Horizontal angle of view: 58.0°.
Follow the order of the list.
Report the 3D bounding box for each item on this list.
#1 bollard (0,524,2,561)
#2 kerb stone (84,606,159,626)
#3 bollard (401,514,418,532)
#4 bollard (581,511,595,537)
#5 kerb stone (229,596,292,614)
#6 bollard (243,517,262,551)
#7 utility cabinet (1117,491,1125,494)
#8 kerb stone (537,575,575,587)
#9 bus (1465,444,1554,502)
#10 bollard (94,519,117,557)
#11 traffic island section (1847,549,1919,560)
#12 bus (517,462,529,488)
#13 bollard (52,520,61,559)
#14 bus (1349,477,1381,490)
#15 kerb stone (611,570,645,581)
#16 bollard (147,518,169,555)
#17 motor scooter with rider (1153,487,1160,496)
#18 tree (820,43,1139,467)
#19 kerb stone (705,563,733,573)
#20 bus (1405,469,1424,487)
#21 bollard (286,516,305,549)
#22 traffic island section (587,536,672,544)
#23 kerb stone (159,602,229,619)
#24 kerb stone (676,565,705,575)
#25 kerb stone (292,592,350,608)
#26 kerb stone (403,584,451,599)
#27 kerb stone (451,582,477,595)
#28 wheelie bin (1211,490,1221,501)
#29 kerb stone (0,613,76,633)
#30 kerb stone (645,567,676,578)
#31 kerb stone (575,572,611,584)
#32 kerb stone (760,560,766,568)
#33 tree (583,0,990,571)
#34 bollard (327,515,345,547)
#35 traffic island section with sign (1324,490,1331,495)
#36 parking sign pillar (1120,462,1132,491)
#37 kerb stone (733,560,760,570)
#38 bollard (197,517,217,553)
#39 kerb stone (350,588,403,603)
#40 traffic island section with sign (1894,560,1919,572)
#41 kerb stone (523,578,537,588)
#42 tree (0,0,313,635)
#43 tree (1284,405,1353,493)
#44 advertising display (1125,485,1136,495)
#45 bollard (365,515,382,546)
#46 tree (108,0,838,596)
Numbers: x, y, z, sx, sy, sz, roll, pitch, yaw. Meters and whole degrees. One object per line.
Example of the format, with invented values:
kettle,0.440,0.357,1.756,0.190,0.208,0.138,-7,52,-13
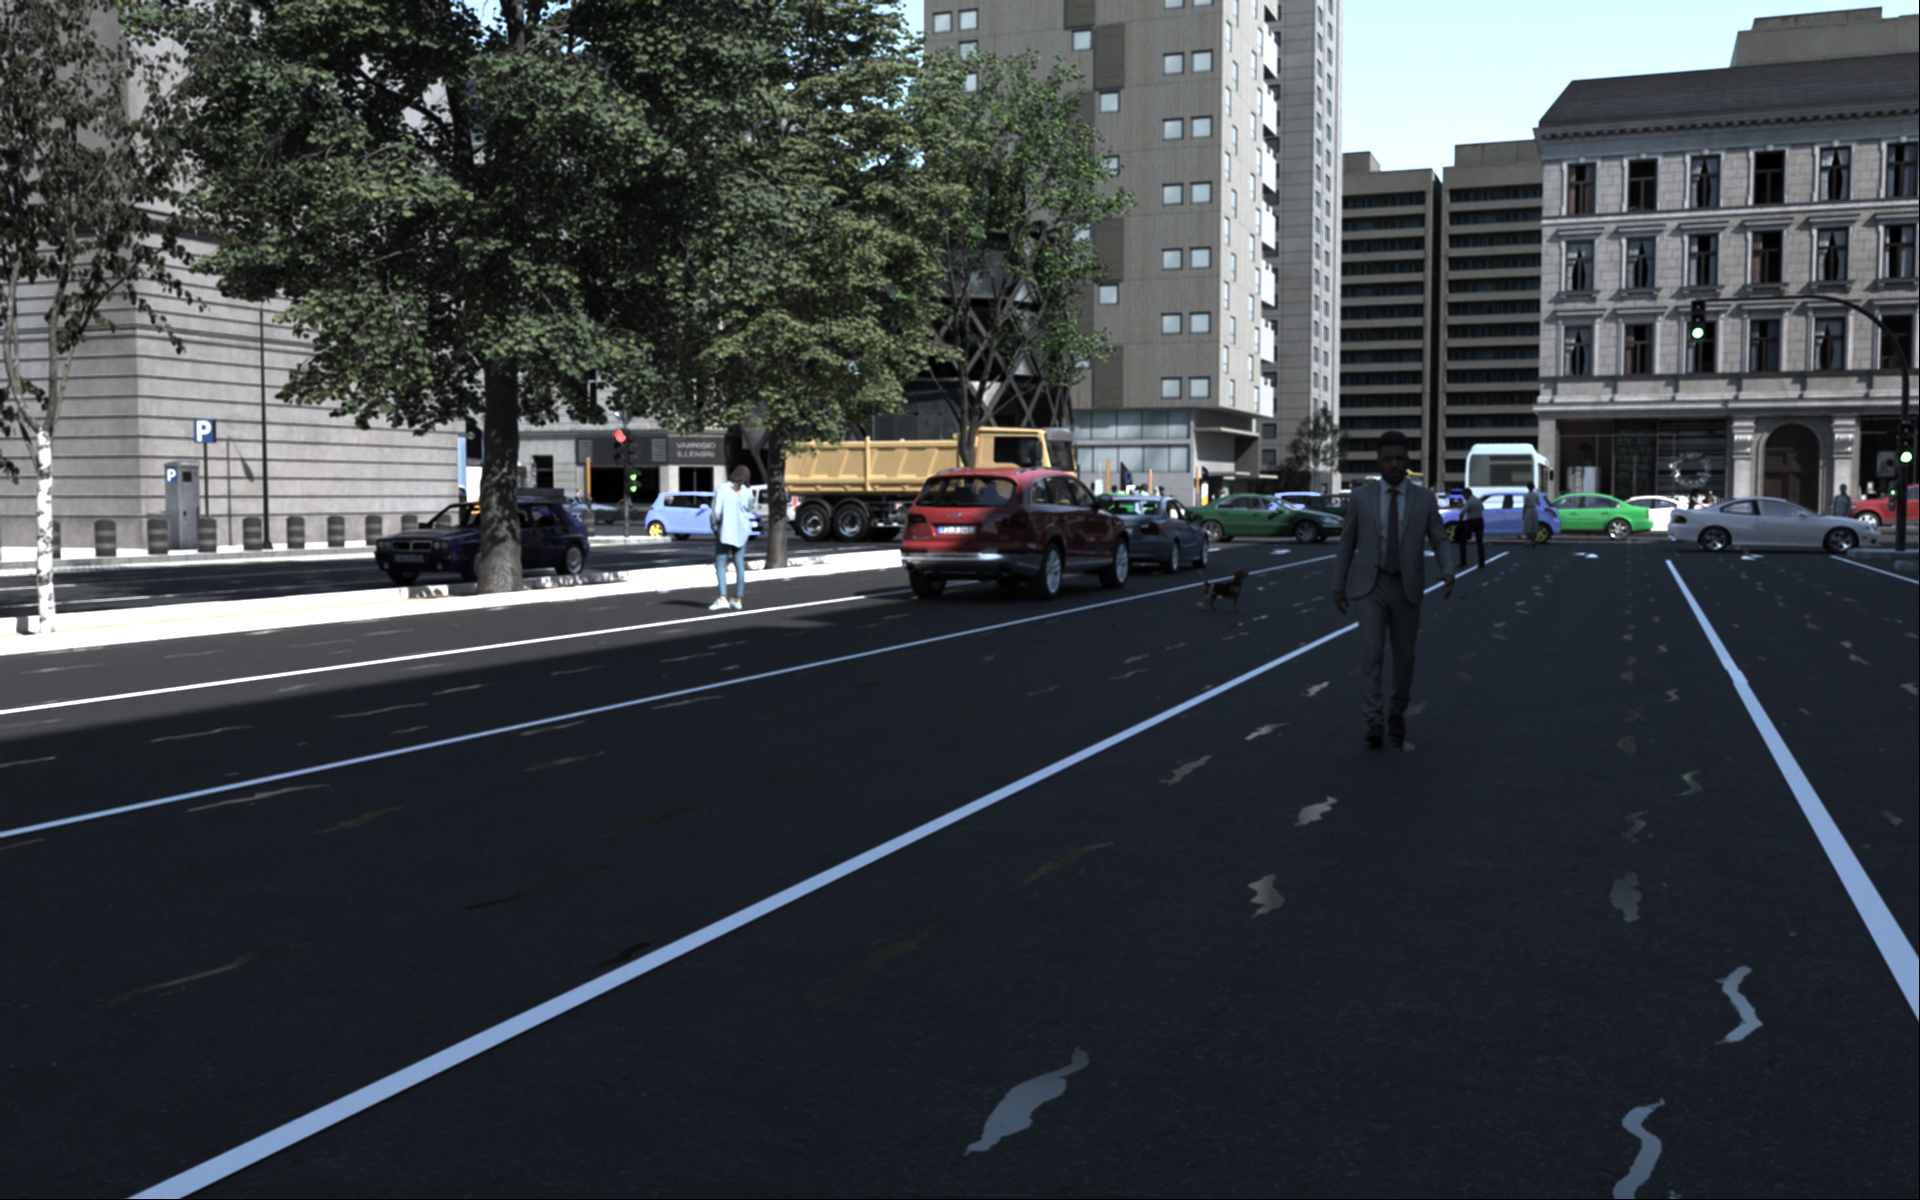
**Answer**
bollard,-18.460,-1.114,32.932,0.404,0.777,0.398,0,3,0
kerb stone,-9.327,0.191,19.154,0.120,0.150,1.000,1,4,21
bollard,-14.079,-1.809,44.287,0.404,0.777,0.398,0,3,0
bollard,-11.139,-2.273,51.878,0.404,0.777,0.398,0,3,0
kerb stone,-8.572,0.074,21.095,0.120,0.150,1.000,1,4,21
bollard,-16.029,-1.500,39.235,0.404,0.777,0.398,0,3,0
utility cabinet,12.055,-7.234,126.962,1.173,1.500,0.318,-2,4,-26
kerb stone,-6.348,-0.286,26.868,0.120,0.150,1.000,1,4,21
bus,22.176,-4.579,69.725,2.948,3.499,13.247,1,4,21
bollard,-17.491,-1.268,35.449,0.404,0.777,0.398,0,3,0
traffic island section,21.224,-1.027,39.069,2.009,0.180,2.903,1,4,21
bus,-29.153,-6.109,94.744,13.247,3.499,2.948,1,4,20
bollard,-17.978,-1.191,34.191,0.404,0.777,0.398,0,3,0
bus,41.940,-11.131,176.854,2.948,3.499,13.247,1,4,19
kerb stone,-5.600,-0.397,28.795,0.120,0.150,1.000,1,4,21
bollard,-17.005,-1.345,36.707,0.404,0.777,0.398,0,3,0
motor scooter with rider,8.098,-3.956,73.651,1.986,1.779,0.876,1,4,20
tree,0.220,-6.840,40.039,9.928,11.665,9.643,0,3,0
kerb stone,-4.486,-0.580,31.672,0.120,0.150,1.000,1,4,21
bus,43.653,-10.955,170.667,2.896,3.916,12.252,1,4,22
bollard,-15.535,-1.577,40.505,0.404,0.777,0.398,0,3,0
traffic island section,-9.836,-1.758,51.028,2.009,0.180,2.903,1,4,21
kerb stone,-8.946,0.127,20.125,0.120,0.150,1.000,1,4,21
kerb stone,-4.862,-0.519,30.715,0.120,0.150,1.000,1,4,21
kerb stone,-8.199,0.009,22.055,0.120,0.150,1.000,1,4,21
kerb stone,-7.456,-0.109,23.985,0.120,0.150,1.000,1,4,21
kerb stone,-7.088,-0.165,24.946,0.120,0.150,1.000,1,4,21
wheelie bin,19.784,-7.656,133.078,0.693,1.594,0.980,3,5,41
kerb stone,-9.691,0.247,18.190,0.120,0.150,1.000,1,4,21
kerb stone,-5.229,-0.458,29.755,0.120,0.150,1.000,1,4,21
kerb stone,-5.973,-0.344,27.827,0.120,0.150,1.000,1,4,21
kerb stone,-3.746,-0.698,33.600,0.120,0.150,1.000,1,4,21
tree,-3.293,-6.791,31.613,7.486,12.596,7.792,0,3,0
bollard,-15.048,-1.655,41.770,0.404,0.777,0.398,0,3,0
traffic island section with sign,35.481,-9.710,167.390,1.989,1.847,2.006,1,4,21
parking sign pillar,13.932,-9.571,144.950,1.447,3.967,1.447,3,4,36
kerb stone,-4.112,-0.636,32.631,0.120,0.150,1.000,1,4,21
bollard,-16.513,-1.423,37.976,0.404,0.777,0.398,0,3,0
kerb stone,-7.823,-0.049,23.020,0.120,0.150,1.000,1,4,21
traffic island section with sign,18.627,-1.447,32.286,1.989,1.847,2.006,1,4,21
kerb stone,-6.708,-0.226,25.904,0.120,0.150,1.000,1,4,21
tree,-8.728,-3.905,16.671,4.360,8.622,3.978,0,3,0
tree,36.379,-14.802,176.427,7.601,10.594,8.767,2,4,25
advertising display,12.098,-7.206,123.026,0.974,1.923,0.123,-3,5,-42
bollard,-14.564,-1.732,43.028,0.404,0.777,0.398,0,3,0
tree,-6.252,-6.982,23.266,9.857,13.997,8.962,0,3,0
